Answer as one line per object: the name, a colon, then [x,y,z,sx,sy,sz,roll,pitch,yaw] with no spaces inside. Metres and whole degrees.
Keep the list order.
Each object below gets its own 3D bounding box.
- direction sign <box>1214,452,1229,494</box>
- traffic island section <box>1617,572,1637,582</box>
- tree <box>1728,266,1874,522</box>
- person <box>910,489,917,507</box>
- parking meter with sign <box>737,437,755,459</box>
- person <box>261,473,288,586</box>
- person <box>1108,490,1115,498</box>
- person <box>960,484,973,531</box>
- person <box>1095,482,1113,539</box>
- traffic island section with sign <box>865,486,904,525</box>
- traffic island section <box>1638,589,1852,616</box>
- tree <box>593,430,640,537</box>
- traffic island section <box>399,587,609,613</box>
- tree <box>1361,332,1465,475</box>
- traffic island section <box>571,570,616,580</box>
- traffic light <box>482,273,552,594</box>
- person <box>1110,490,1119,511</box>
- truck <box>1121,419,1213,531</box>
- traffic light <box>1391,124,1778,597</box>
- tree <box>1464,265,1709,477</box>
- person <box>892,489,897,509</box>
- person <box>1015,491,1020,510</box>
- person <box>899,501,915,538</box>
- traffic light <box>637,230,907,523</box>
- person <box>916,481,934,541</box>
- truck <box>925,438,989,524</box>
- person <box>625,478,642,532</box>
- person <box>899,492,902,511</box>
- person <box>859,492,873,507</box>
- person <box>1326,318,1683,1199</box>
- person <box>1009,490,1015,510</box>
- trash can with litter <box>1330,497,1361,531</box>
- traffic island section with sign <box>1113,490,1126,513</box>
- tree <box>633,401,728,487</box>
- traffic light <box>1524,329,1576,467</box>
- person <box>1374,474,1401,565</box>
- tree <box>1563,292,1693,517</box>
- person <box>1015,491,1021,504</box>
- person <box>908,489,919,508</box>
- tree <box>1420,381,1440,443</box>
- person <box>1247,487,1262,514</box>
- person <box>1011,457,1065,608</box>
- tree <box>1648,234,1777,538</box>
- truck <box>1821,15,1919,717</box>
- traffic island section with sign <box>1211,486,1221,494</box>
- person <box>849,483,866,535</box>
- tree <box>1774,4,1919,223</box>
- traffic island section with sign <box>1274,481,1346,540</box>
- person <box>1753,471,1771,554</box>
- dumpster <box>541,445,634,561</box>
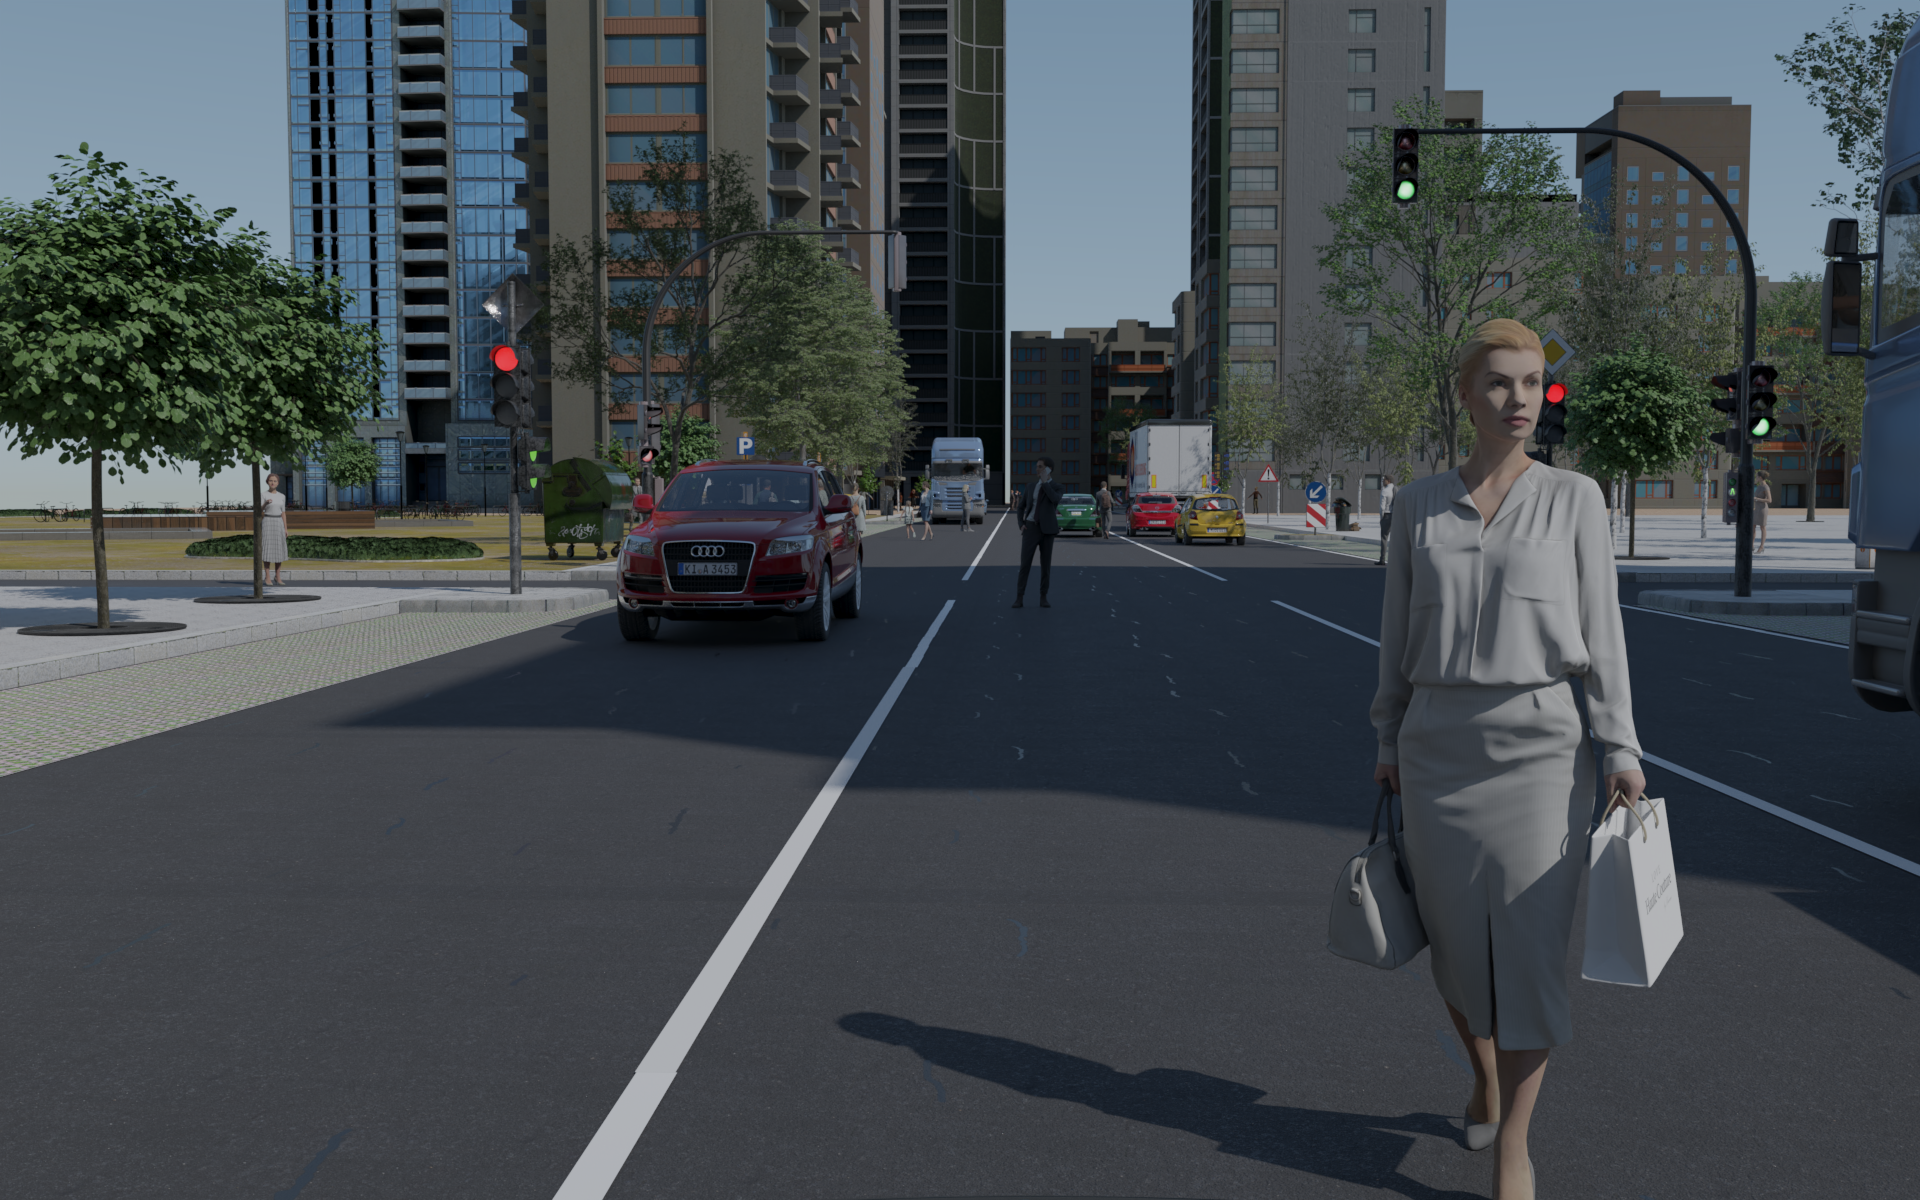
direction sign: [14.108,-6.204,93.439,0.876,3.537,0.379,-1,4,-17]
traffic island section: [10.083,-0.453,29.687,2.009,0.180,2.903,0,4,2]
tree: [39.000,-9.375,79.043,9.928,11.665,9.643,0,3,0]
person: [-4.772,-10.298,174.376,0.705,1.831,1.348,-2,4,-29]
parking meter with sign: [-6.635,-3.523,53.869,0.543,3.016,1.738,0,4,-5]
person: [-10.730,-1.104,27.115,0.524,1.755,0.480,3,5,39]
person: [14.336,-9.659,166.564,1.348,1.807,0.705,-1,4,-15]
person: [0.279,-3.539,66.544,0.526,1.800,0.537,0,4,-1]
person: [4.612,-2.867,55.332,0.622,1.834,0.822,1,4,19]
traffic island section with sign: [-3.394,-4.471,81.730,1.989,1.847,2.006,0,4,2]
traffic island section: [9.816,0.035,21.707,2.009,0.180,2.903,0,4,2]
tree: [-10.303,-3.513,52.038,1.663,3.219,1.824,0,3,0]
traffic island section: [-5.717,0.003,22.231,2.009,0.180,2.903,0,4,2]
tree: [27.527,-10.181,100.863,8.767,10.594,7.601,0,4,5]
traffic island section: [-5.449,-0.485,30.211,2.009,0.180,2.903,0,4,2]
traffic light: [-5.677,-2.029,22.095,0.839,4.253,0.868,0,4,2]
person: [12.757,-8.420,146.181,1.348,1.822,0.705,2,4,32]
truck: [8.308,-4.991,70.518,2.839,4.237,11.283,0,4,1]
traffic light: [7.682,-2.866,21.523,4.771,5.953,1.251,0,4,2]
tree: [26.152,-8.391,71.609,8.767,10.594,7.601,0,4,7]
person: [-5.716,-8.850,151.449,0.721,1.735,1.217,2,4,29]
person: [5.267,-9.041,157.119,0.742,1.727,0.445,3,5,40]
person: [-1.709,-2.618,56.325,0.505,1.210,0.382,-1,4,-8]
traffic light: [-3.316,-3.387,30.040,4.771,5.953,1.251,0,4,2]
person: [-1.001,-2.741,53.335,0.654,1.822,0.581,-3,4,-36]
truck: [-0.120,-6.043,88.569,2.967,4.110,18.799,0,3,0]
person: [-10.600,-3.096,56.765,0.694,1.812,0.767,-2,4,-31]
person: [-4.543,-7.445,131.026,0.557,1.426,1.065,-1,4,-23]
person: [-6.166,-6.354,110.712,1.217,1.735,0.721,0,4,8]
person: [1.136,0.325,3.539,0.694,1.780,0.624,3,5,43]
person: [4.592,-8.725,151.703,0.434,1.755,0.990,-1,4,-22]
trash can with litter: [13.280,-2.946,59.555,1.055,1.170,0.624,-3,4,-36]
traffic island section with sign: [14.417,-9.190,158.878,1.989,1.847,2.006,0,4,2]
tree: [-9.827,-4.742,61.246,4.285,4.588,4.351,0,3,0]
traffic light: [10.044,-2.486,29.575,0.839,4.253,0.868,0,4,2]
person: [8.658,-1.593,34.639,0.679,1.850,0.850,-2,4,-31]
tree: [37.314,-10.959,97.309,7.486,12.596,7.792,0,3,0]
person: [5.645,-9.686,167.391,0.750,1.759,0.617,0,4,3]
person: [-4.364,-9.576,163.427,1.217,1.723,0.721,3,4,37]
tree: [19.502,-7.868,78.998,4.360,8.622,3.978,0,3,0]
person: [19.018,-6.428,111.663,1.217,1.766,0.721,-2,4,-28]
person: [0.994,-0.857,21.878,0.648,1.900,0.474,1,4,10]
tree: [21.821,-6.096,50.034,4.737,8.622,4.395,0,3,0]
truck: [5.164,-0.636,0.163,2.967,4.110,18.799,0,4,4]
traffic island section with sign: [11.851,-4.490,82.034,1.989,1.847,2.006,0,4,2]
person: [-2.507,-1.961,41.567,0.512,1.701,0.522,0,4,-4]
tree: [33.690,-12.269,56.486,12.611,20.169,13.585,0,3,0]
traffic island section with sign: [10.921,-2.794,54.309,1.989,1.847,2.006,0,4,2]
person: [17.159,-1.888,37.247,0.374,1.781,0.599,0,4,-1]
dumpster: [-7.375,-1.933,34.094,1.502,2.255,1.985,0,4,2]
